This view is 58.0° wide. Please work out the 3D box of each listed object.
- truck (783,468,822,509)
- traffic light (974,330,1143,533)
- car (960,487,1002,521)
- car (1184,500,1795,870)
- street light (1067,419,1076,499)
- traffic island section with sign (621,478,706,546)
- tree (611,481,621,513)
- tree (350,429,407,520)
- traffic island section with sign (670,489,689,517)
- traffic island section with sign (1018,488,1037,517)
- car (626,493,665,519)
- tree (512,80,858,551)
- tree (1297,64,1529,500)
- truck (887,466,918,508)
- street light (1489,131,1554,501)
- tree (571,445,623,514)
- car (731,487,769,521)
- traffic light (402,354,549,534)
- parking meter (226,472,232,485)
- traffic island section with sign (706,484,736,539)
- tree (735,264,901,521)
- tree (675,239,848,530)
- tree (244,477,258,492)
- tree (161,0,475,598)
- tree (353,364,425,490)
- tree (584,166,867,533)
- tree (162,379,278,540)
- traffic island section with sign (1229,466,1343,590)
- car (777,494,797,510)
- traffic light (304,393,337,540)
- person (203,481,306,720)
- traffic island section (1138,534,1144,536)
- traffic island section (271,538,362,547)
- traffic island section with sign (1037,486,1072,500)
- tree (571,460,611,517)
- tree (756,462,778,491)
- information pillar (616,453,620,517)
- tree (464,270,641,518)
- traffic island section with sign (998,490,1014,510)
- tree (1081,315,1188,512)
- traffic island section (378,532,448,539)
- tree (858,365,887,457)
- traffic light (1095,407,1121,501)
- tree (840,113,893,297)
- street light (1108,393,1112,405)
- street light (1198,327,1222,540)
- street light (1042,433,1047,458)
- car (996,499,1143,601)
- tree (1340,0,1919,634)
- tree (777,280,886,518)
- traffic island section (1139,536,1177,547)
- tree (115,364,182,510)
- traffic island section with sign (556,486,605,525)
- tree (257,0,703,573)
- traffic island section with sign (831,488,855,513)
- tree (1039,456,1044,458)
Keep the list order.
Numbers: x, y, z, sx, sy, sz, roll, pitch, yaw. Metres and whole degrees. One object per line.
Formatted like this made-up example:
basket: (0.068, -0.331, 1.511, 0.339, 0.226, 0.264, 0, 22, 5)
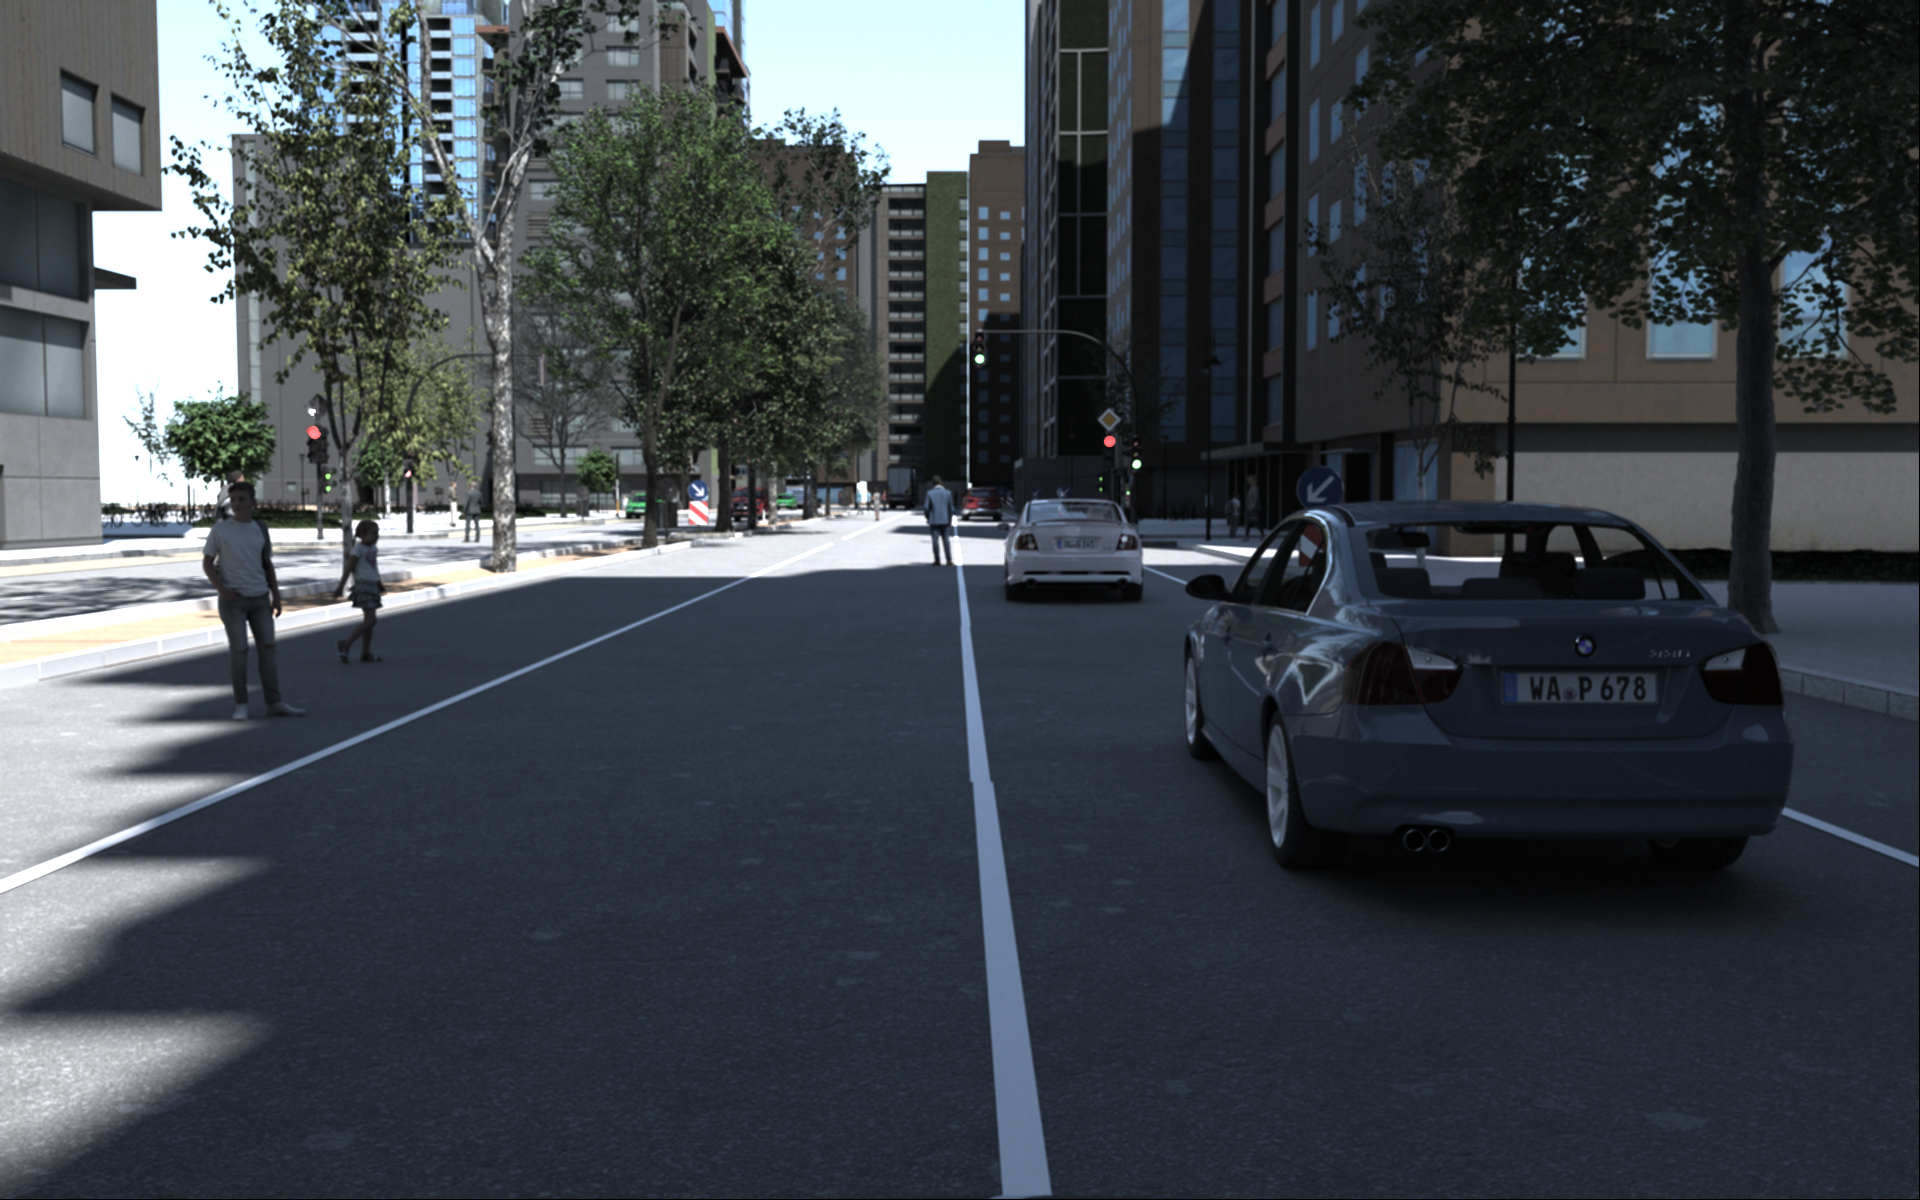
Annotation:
truck: (-15.460, -11.141, 171.916, 2.967, 4.110, 18.799, 0, 4, -1)
traffic light: (2.760, -4.493, 48.125, 4.771, 5.953, 1.251, 0, 4, 0)
car: (1.146, -5.152, 92.906, 2.281, 1.827, 5.304, 0, 4, -2)
car: (2.093, 0.251, 7.903, 2.014, 1.417, 4.499, 0, 4, 1)
street light: (6.717, -8.031, 104.095, 0.468, 5.910, 1.993, 0, 4, 0)
traffic island section with sign: (-8.335, -2.473, 48.567, 2.006, 1.907, 1.989, 0, 4, 0)
tree: (-23.766, -7.494, 117.120, 1.663, 3.219, 1.824, 0, 3, 0)
tree: (-29.201, -6.360, 87.693, 4.285, 4.588, 4.351, 0, 3, 0)
traffic island section with sign: (-17.800, -6.086, 108.142, 1.989, 1.847, 2.006, 0, 4, 0)
traffic island section with sign: (4.620, -6.078, 107.998, 1.989, 1.847, 2.006, 0, 4, 0)
car: (-18.017, -5.550, 99.533, 1.959, 1.807, 4.718, 0, 4, 0)
tree: (-7.722, -7.038, 43.291, 9.928, 11.665, 9.643, 0, 3, 0)
tree: (7.947, -4.856, 29.753, 4.360, 8.622, 3.978, 0, 3, 0)
truck: (-5.938, -11.565, 178.001, 2.839, 4.237, 11.283, 0, 4, 1)
street light: (7.019, -3.010, 21.995, 0.468, 5.910, 1.993, 0, 4, 0)
tree: (-23.736, -7.913, 113.096, 4.285, 4.588, 4.351, 0, 3, 0)
car: (-10.913, -4.955, 89.692, 2.281, 1.827, 5.304, 0, 4, 2)
traffic light: (-15.755, -4.986, 56.184, 4.771, 5.953, 1.251, 0, 4, 0)
parking meter: (-19.336, -2.468, 46.055, 0.255, 1.863, 0.399, -1, 4, -16)
traffic island section with sign: (-8.360, -2.926, 55.974, 2.006, 1.907, 1.989, 0, 4, 0)
tree: (-8.198, -10.950, 91.863, 12.009, 13.543, 11.850, 0, 3, 0)
tree: (-8.333, -9.044, 68.455, 7.486, 12.596, 7.792, 0, 3, 0)
tree: (-47.807, -7.449, 116.398, 1.663, 3.219, 1.824, 0, 3, 0)
tree: (-8.322, -4.305, 23.208, 4.737, 8.622, 4.395, 0, 3, 0)
tree: (-30.677, -8.732, 93.123, 4.360, 8.622, 3.978, 0, 3, 0)
tree: (-8.124, -8.561, 59.433, 9.611, 12.733, 9.660, 0, 3, 0)
tree: (-21.047, -4.021, 49.454, 4.285, 4.588, 4.351, 0, 3, 0)
traffic island section with sign: (5.008, -1.025, 25.383, 1.989, 1.847, 2.006, 0, 4, 0)
car: (-15.667, -8.959, 155.268, 1.959, 1.807, 4.718, 0, 4, 0)
traffic light: (-17.809, -3.623, 48.155, 0.839, 4.253, 0.868, 0, 4, 0)
person: (-4.523, 0.002, 11.056, 0.523, 1.515, 0.503, 1, 4, 15)
traffic island section: (4.855, -2.085, 56.375, 2.009, 0.180, 2.903, 0, 4, 0)
traffic island section: (-17.849, -1.591, 48.289, 2.009, 0.180, 2.903, 0, 4, 0)
traffic island section with sign: (4.749, -4.425, 80.973, 1.989, 1.847, 2.006, 0, 4, 0)
tree: (-21.005, -6.337, 98.216, 1.663, 3.219, 1.824, 0, 3, 0)
tree: (-20.383, -14.094, 180.794, 4.360, 8.622, 3.978, 0, 3, 0)
information pillar: (-19.577, -6.579, 98.914, 0.183, 3.616, 0.504, -1, 4, -17)
tree: (-21.226, -11.089, 91.674, 12.009, 13.543, 11.850, 0, 3, 0)
traffic island section with sign: (4.389, -9.167, 158.503, 1.989, 1.847, 2.006, 0, 4, 0)
tree: (6.956, -7.422, 71.715, 4.360, 8.622, 3.978, 0, 3, 0)
traffic island section: (-17.886, -2.079, 56.274, 2.009, 0.180, 2.903, 0, 4, 0)
tree: (-8.552, -11.296, 112.905, 9.928, 11.665, 9.643, 0, 3, 0)
traffic light: (4.815, -4.119, 56.261, 0.839, 4.253, 0.868, 0, 4, 0)
tree: (-9.758, -13.512, 79.266, 12.611, 20.169, 13.585, 0, 3, 0)
street light: (6.745, -6.445, 78.168, 0.468, 5.910, 1.993, 0, 4, 0)
street light: (6.891, -4.595, 47.921, 0.468, 5.910, 1.993, 0, 4, 0)
street light: (6.452, -9.681, 131.064, 0.468, 5.910, 1.993, 0, 4, 0)
car: (1.557, -0.752, 24.664, 2.083, 1.381, 4.827, 0, 4, 1)
tree: (6.936, -5.971, 15.752, 7.486, 12.596, 7.792, 0, 3, 0)
tree: (-8.788, -11.850, 102.859, 9.857, 13.997, 8.962, 0, 3, 0)
traffic island section: (4.892, -1.597, 48.390, 2.009, 0.180, 2.903, 0, 4, 0)
tree: (-45.960, -9.091, 98.995, 4.360, 8.622, 3.978, 0, 3, 0)
traffic island section with sign: (-17.682, -4.422, 80.924, 1.989, 1.847, 2.006, 0, 4, 0)
tree: (-9.485, -10.601, 31.675, 12.611, 20.169, 13.585, 0, 3, 0)
traffic island section with sign: (-8.719, -7.521, 131.112, 2.006, 1.907, 1.989, 0, 4, 0)
tree: (6.652, -9.228, 134.593, 4.285, 4.588, 4.351, 0, 3, 0)
